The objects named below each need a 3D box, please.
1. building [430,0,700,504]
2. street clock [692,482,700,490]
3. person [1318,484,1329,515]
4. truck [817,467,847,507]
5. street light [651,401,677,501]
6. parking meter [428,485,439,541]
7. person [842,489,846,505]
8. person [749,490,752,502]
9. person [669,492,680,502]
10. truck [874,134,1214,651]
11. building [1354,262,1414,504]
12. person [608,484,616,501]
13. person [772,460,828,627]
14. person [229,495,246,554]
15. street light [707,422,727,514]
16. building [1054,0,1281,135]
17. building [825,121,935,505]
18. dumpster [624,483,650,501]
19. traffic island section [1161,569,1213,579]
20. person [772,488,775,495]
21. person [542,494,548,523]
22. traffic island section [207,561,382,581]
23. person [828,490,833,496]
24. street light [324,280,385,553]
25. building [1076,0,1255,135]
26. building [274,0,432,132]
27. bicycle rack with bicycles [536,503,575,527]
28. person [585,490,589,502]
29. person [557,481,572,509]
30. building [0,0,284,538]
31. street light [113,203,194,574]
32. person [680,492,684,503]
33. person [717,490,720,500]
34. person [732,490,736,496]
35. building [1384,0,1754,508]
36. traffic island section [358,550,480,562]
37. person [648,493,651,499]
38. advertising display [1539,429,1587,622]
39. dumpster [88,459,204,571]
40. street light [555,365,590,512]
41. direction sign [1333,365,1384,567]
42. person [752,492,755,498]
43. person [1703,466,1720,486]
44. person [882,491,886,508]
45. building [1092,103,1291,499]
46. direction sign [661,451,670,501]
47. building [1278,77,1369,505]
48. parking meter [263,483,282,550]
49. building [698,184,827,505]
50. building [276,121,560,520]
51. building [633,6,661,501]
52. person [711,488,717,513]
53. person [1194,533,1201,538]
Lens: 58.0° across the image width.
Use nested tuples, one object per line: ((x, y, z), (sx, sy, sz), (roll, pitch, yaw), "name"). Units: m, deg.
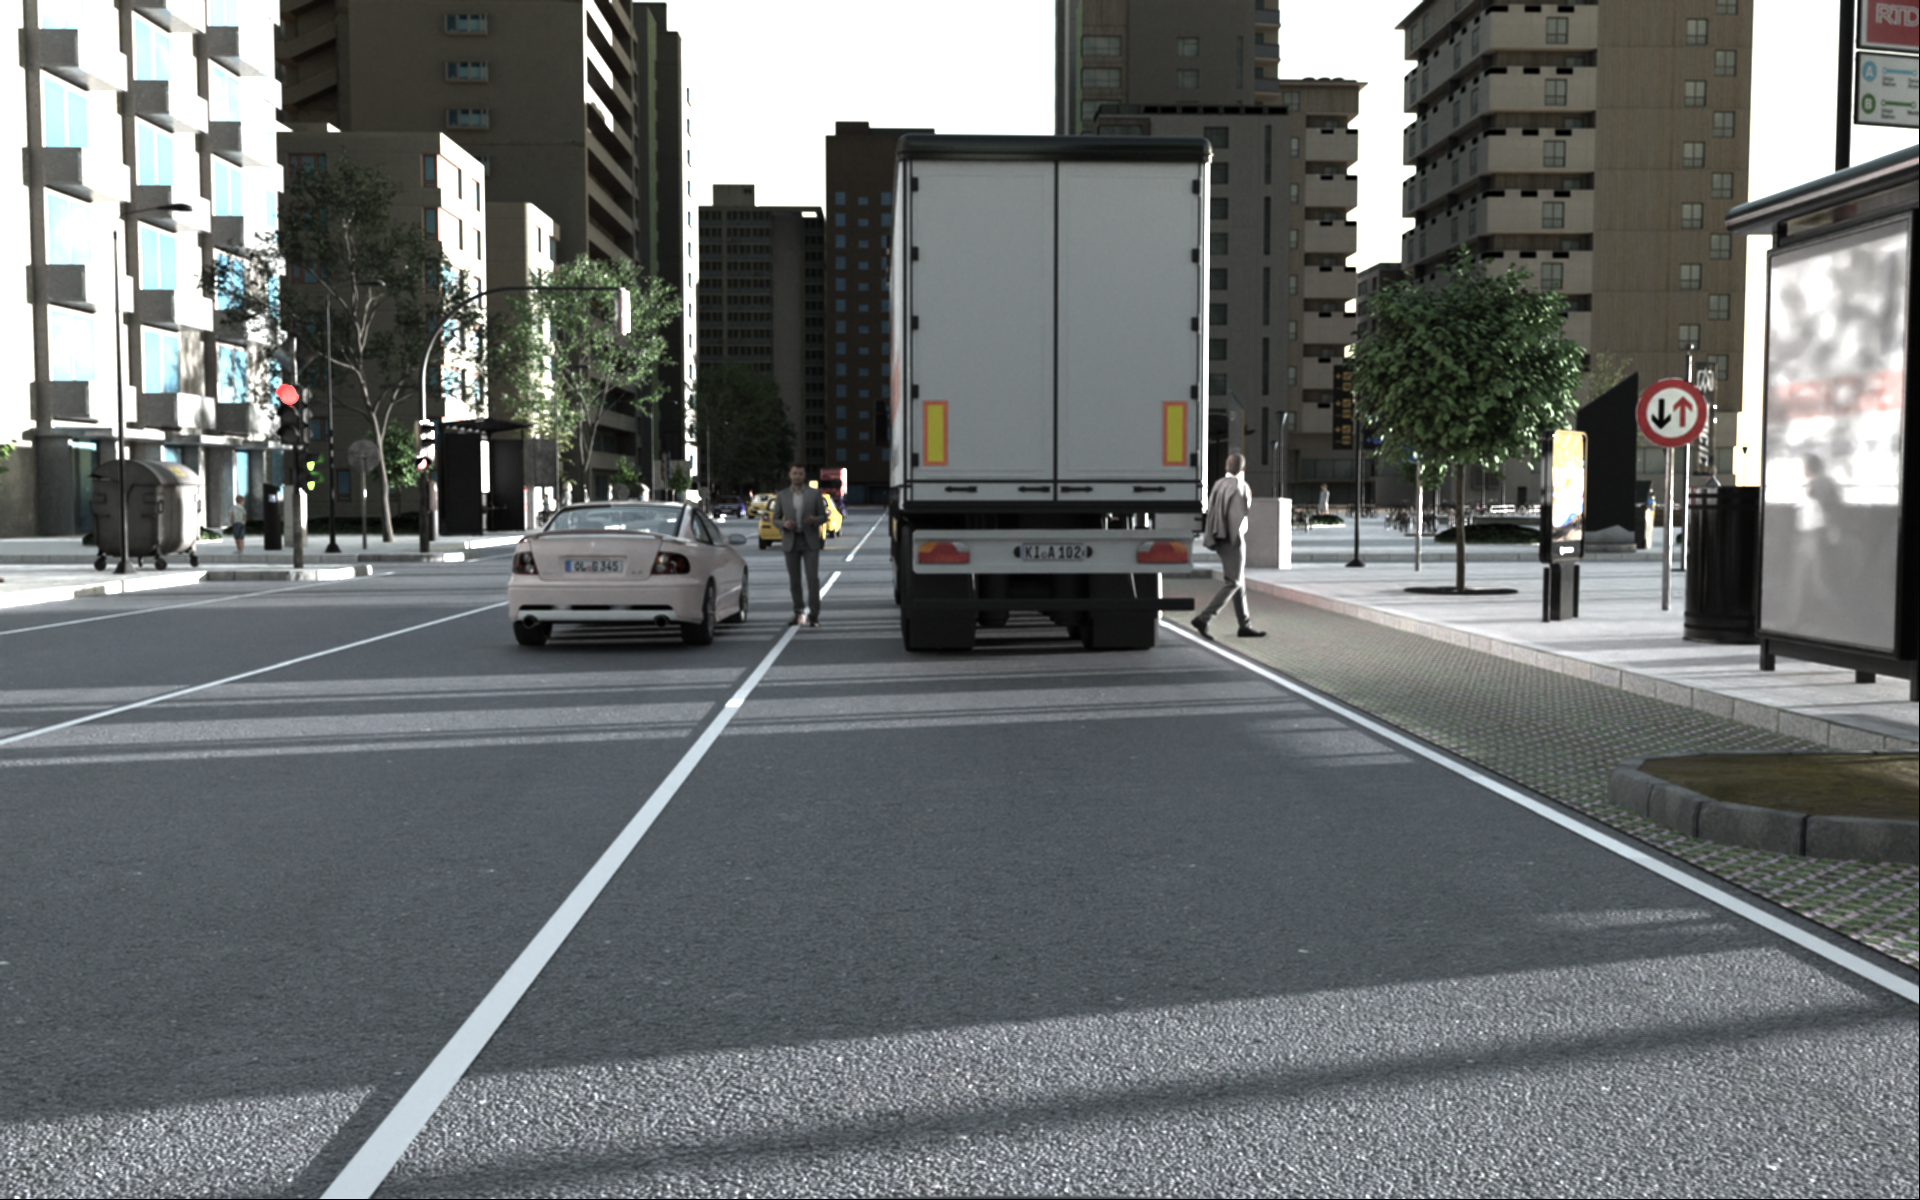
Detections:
((-37.325, -33.353, 169.019), (21.600, 48.544, 21.300), (0, 4, -2), "building")
((-16.190, -6.215, 106.188), (0.471, 2.002, 0.358), (2, 4, 28), "street clock")
((15.868, -4.207, 75.584), (0.466, 1.731, 0.760), (1, 4, 21), "person")
((-13.247, -11.758, 181.160), (2.839, 4.237, 11.283), (0, 4, -2), "truck")
((-14.846, -6.978, 86.628), (1.470, 5.913, 1.316), (0, 4, -2), "street light")
((-14.399, -2.370, 47.161), (0.372, 1.533, 0.369), (0, 3, 0), "parking meter")
((-8.553, -7.275, 127.426), (0.705, 1.826, 1.348), (0, 4, -7), "person")
((-20.869, -10.183, 173.244), (0.721, 1.736, 1.217), (0, 4, -5), "person")
((-19.966, -7.099, 122.251), (1.348, 1.807, 0.705), (2, 4, 30), "person")
((0.467, -1.850, 19.155), (2.839, 4.237, 11.283), (0, 4, -3), "truck")
((57.271, -27.049, 213.950), (14.107, 30.474, 14.160), (0, 4, -2), "building")
((-18.130, -5.135, 90.098), (0.850, 1.850, 0.679), (0, 4, 1), "person")
((-1.746, -0.617, 18.793), (0.606, 1.804, 0.583), (0, 4, -1), "person")
((-15.550, -1.624, 37.286), (0.332, 1.250, 0.352), (0, 4, 1), "person")
((-15.683, -8.501, 111.532), (1.470, 5.913, 1.316), (0, 4, -2), "street light")
((19.600, -38.250, 167.382), (21.231, 58.520, 28.212), (0, 4, -2), "building")
((-8.936, -34.334, 211.463), (14.200, 45.320, 14.600), (0, 4, -2), "building")
((-16.513, -5.034, 88.060), (1.264, 1.857, 1.865), (0, 4, -2), "dumpster")
((3.221, -0.508, 30.592), (2.009, 0.180, 2.903), (0, 4, -2), "traffic island section")
((-12.430, -6.572, 115.922), (0.705, 1.831, 1.348), (-2, 4, -24), "person")
((-18.694, -4.139, 77.990), (0.425, 1.301, 0.394), (3, 5, 42), "person")
((-11.512, -0.478, 30.093), (2.009, 0.180, 2.903), (0, 4, -2), "traffic island section")
((-9.663, -7.452, 130.791), (0.568, 1.767, 0.683), (1, 4, 8), "person")
((-13.200, -3.990, 37.781), (1.470, 5.913, 1.316), (0, 4, -2), "street light")
((16.542, -28.288, 146.105), (14.154, 41.232, 14.086), (0, 4, -2), "building")
((-35.320, -30.506, 122.470), (21.300, 48.544, 21.600), (0, 4, -2), "building")
((-15.940, -3.337, 67.940), (2.852, 0.926, 2.925), (-2, 4, -31), "bicycle rack with bicycles")
((-20.410, -5.366, 93.657), (0.818, 1.842, 0.514), (0, 4, 4), "person")
((-11.496, -2.545, 50.286), (0.526, 1.800, 0.537), (1, 4, 15), "person")
((-37.651, -26.849, 58.584), (23.786, 49.044, 30.456), (0, 4, -2), "building")
((-12.941, -3.380, 27.804), (1.470, 5.913, 1.316), (0, 4, -2), "street light")
((-17.673, -6.435, 111.110), (0.638, 1.841, 0.748), (-1, 4, -13), "person")
((-26.405, -11.193, 189.772), (0.721, 1.736, 1.217), (0, 4, -5), "person")
((-24.202, -10.939, 185.695), (0.445, 1.727, 0.742), (0, 4, 4), "person")
((57.353, -35.418, 168.317), (27.495, 52.752, 28.713), (0, 4, -2), "building")
((-11.786, -0.966, 38.074), (2.009, 0.180, 2.903), (0, 4, -2), "traffic island section")
((-21.892, -7.034, 121.735), (0.721, 1.739, 1.217), (1, 4, 15), "person")
((6.142, -0.760, 17.644), (0.123, 1.923, 0.974), (3, 4, 39), "advertising display")
((-13.926, -1.461, 29.653), (1.264, 1.857, 1.865), (0, 4, -2), "dumpster")
((-13.994, -5.494, 62.368), (1.470, 5.913, 1.316), (0, 4, -2), "street light")
((6.996, -2.352, 30.458), (0.876, 3.537, 0.379), (0, 4, 7), "direction sign")
((-17.457, -8.410, 146.799), (0.557, 1.426, 1.065), (-2, 4, -28), "person")
((13.682, -1.564, 31.720), (0.767, 1.812, 0.694), (1, 4, 20), "person")
((-7.514, -9.967, 172.004), (0.434, 1.755, 0.990), (0, 4, -7), "person")
((16.759, -22.034, 131.964), (14.160, 30.474, 14.107), (0, 4, -2), "building")
((-15.693, -6.140, 92.382), (0.379, 3.537, 0.876), (-3, 5, -40), "direction sign")
((36.189, -38.567, 219.810), (27.495, 52.752, 28.713), (0, 4, -2), "building")
((-15.784, -1.917, 39.754), (0.372, 1.533, 0.369), (0, 3, 0), "parking meter")
((-28.525, -32.288, 219.789), (23.993, 40.220, 32.217), (0, 4, -2), "building")
((-39.082, -15.411, 97.004), (27.650, 21.520, 28.899), (0, 4, -2), "building")
((-32.463, -27.952, 140.611), (14.154, 41.232, 14.086), (0, 4, -2), "building")
((-16.750, -6.759, 117.372), (0.721, 1.723, 1.217), (0, 3, 0), "person")
((7.134, -2.741, 50.726), (0.748, 1.841, 0.638), (0, 4, -1), "person")
